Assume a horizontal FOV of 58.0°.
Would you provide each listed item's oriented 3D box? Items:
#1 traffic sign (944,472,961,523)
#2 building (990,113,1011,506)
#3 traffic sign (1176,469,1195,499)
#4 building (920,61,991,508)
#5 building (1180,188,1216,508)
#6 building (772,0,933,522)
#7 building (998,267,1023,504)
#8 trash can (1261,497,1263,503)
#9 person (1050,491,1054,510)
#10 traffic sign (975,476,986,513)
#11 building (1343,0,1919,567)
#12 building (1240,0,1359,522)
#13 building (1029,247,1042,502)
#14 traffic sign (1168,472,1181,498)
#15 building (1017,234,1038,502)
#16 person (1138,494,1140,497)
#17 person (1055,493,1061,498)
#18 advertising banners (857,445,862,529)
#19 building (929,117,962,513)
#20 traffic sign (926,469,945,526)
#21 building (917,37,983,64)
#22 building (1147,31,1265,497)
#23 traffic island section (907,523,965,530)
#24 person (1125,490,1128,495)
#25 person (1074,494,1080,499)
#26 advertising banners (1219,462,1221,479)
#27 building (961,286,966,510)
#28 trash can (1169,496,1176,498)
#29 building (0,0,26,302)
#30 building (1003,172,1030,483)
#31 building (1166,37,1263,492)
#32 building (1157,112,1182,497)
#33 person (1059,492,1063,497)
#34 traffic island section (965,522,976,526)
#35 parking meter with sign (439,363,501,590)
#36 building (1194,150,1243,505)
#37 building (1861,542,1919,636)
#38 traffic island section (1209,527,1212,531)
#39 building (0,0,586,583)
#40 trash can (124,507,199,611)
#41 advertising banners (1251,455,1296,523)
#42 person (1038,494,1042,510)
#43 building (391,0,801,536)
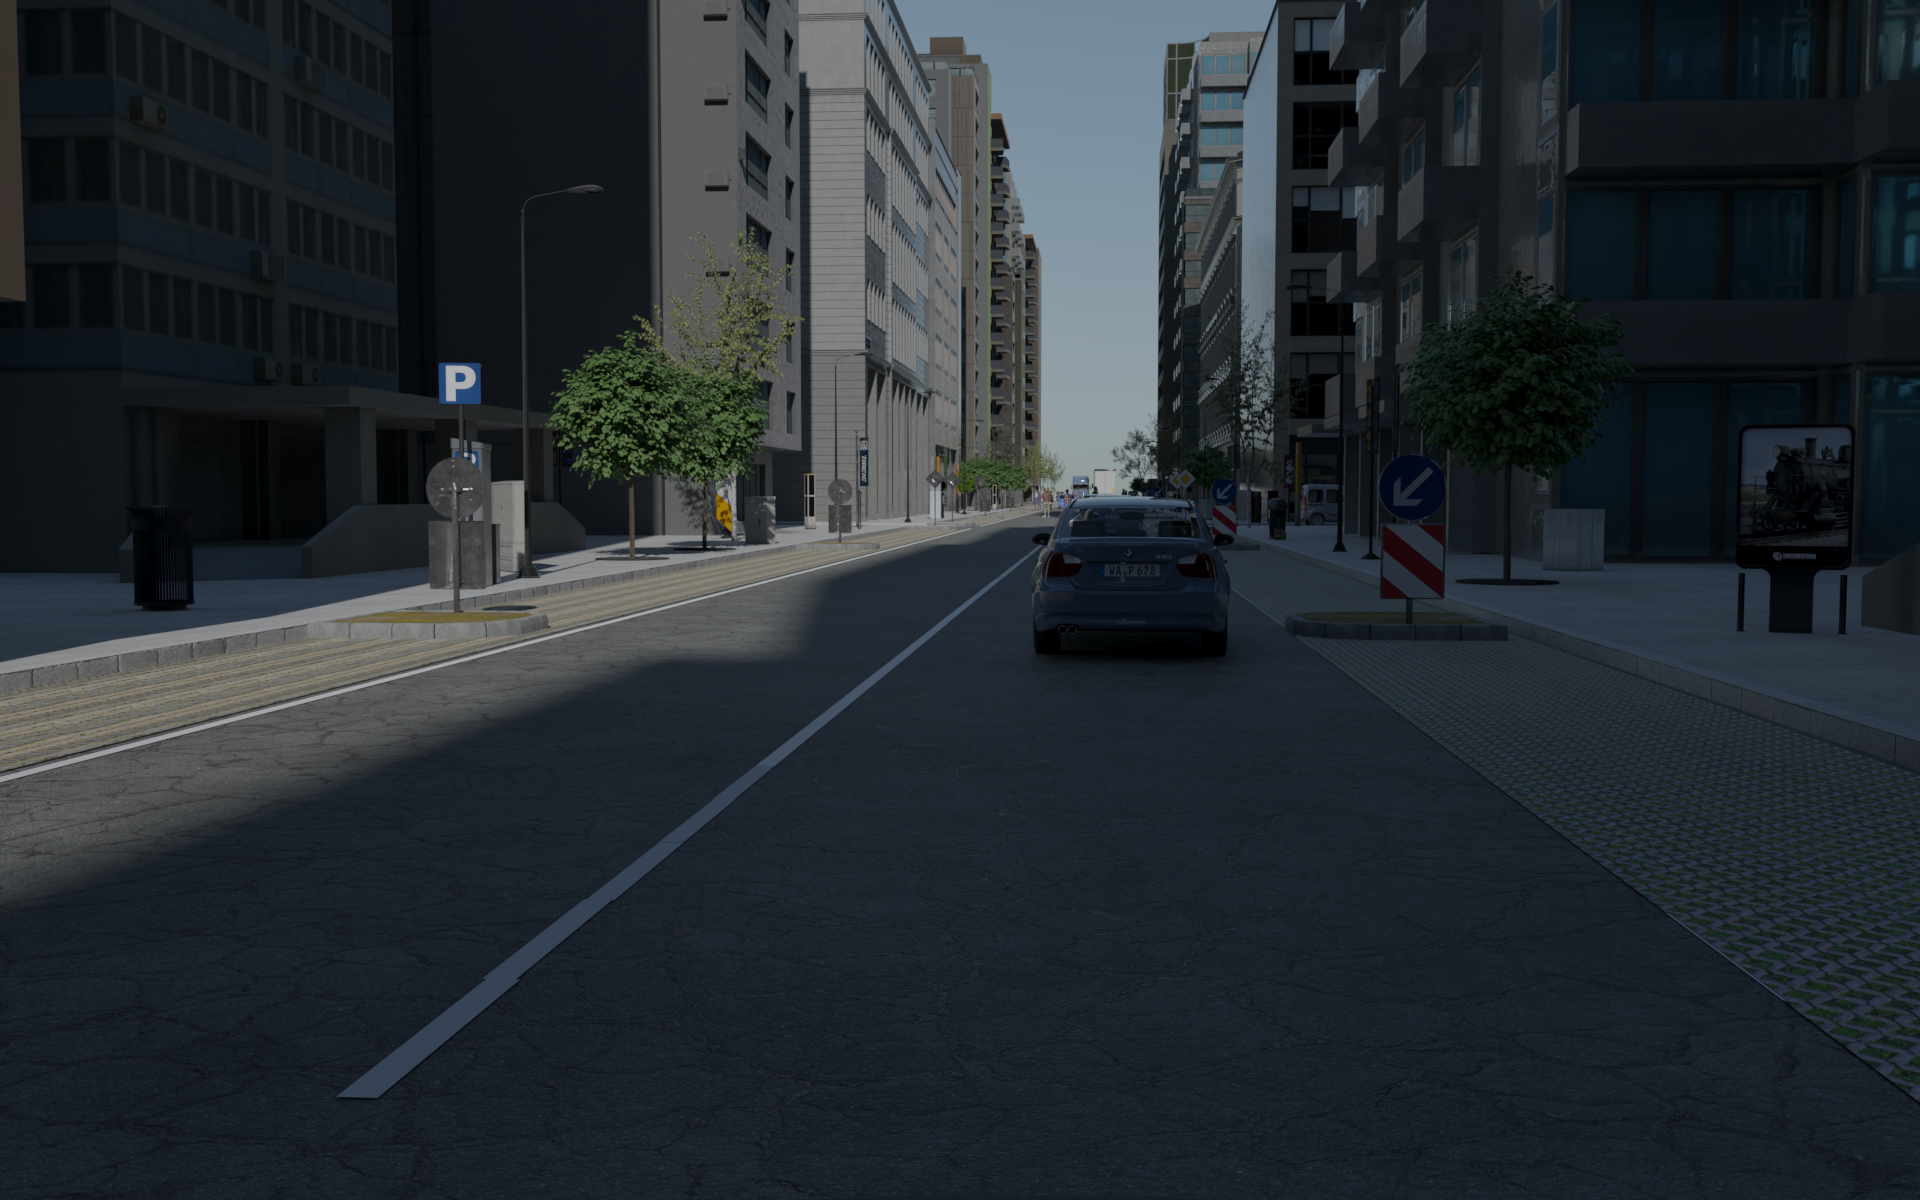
[{"bbox_3d":[-0.338,-4.547,77.986,0.795,2.450,0.064,0,4,5],"label":"traffic sign"},{"bbox_3d":[-5.729,-33.136,196.402,22.147,44.769,28.867,0,4,5],"label":"building"},{"bbox_3d":[9.004,-4.008,69.174,0.795,2.450,0.064,0,4,5],"label":"traffic sign"},{"bbox_3d":[-4.561,-29.157,160.311,14.154,41.232,14.086,0,4,5],"label":"building"},{"bbox_3d":[28.103,-24.075,165.335,14.160,30.474,14.107,0,4,5],"label":"building"},{"bbox_3d":[-8.512,-19.385,94.443,11.434,29.767,29.804,0,4,5],"label":"building"},{"bbox_3d":[0.564,-27.287,217.836,14.160,30.474,14.107,0,4,5],"label":"building"},{"bbox_3d":[13.474,-4.130,79.174,0.748,1.137,0.748,0,3,0],"label":"trash can"},{"bbox_3d":[8.484,-9.201,159.644,0.721,1.735,1.217,0,4,-6],"label":"person"},{"bbox_3d":[1.402,-7.321,119.810,0.768,2.556,0.104,1,4,10],"label":"traffic sign"},{"bbox_3d":[21.515,-25.874,42.650,23.786,49.044,30.456,0,4,5],"label":"building"},{"bbox_3d":[31.890,-17.204,85.802,34.151,26.468,19.350,0,4,5],"label":"building"},{"bbox_3d":[7.127,-40.025,304.526,14.600,45.320,14.200,0,4,5],"label":"building"},{"bbox_3d":[9.670,-4.495,77.131,0.795,2.450,0.064,0,4,5],"label":"traffic sign"},{"bbox_3d":[1.342,-38.461,283.456,22.147,44.769,28.867,0,4,5],"label":"building"},{"bbox_3d":[16.559,-9.105,160.620,0.557,1.426,1.065,3,5,43],"label":"person"},{"bbox_3d":[11.938,-12.055,206.324,1.217,1.736,0.721,1,4,13],"label":"person"},{"bbox_3d":[-3.682,-4.099,63.205,0.090,3.025,2.074,0,4,1],"label":"advertising banners"},{"bbox_3d":[-6.735,-18.431,119.361,12.078,24.808,19.932,0,4,5],"label":"building"},{"bbox_3d":[-1.003,-4.060,70.028,0.795,2.450,0.064,0,4,5],"label":"traffic sign"},{"bbox_3d":[-4.304,-32.085,174.698,14.600,45.320,14.200,0,4,5],"label":"building"},{"bbox_3d":[40.325,-51.107,273.852,20.563,71.187,20.611,0,4,5],"label":"building"},{"bbox_3d":[-1.028,-2.924,70.092,2.009,0.180,2.903,0,4,5],"label":"traffic island section"},{"bbox_3d":[15.492,-9.337,161.185,0.705,1.821,1.348,-1,4,-15],"label":"person"},{"bbox_3d":[11.783,-9.923,173.976,0.697,1.427,0.421,-1,4,-22],"label":"person"},{"bbox_3d":[14.035,-6.007,94.408,0.090,3.025,2.074,1,4,18],"label":"advertising banners"},{"bbox_3d":[-6.273,-18.848,137.838,12.332,23.373,15.834,0,4,5],"label":"building"},{"bbox_3d":[16.024,-7.251,130.201,0.748,1.137,0.748,0,3,0],"label":"trash can"},{"bbox_3d":[-14.361,-21.710,5.078,14.600,45.320,14.200,0,4,5],"label":"building"},{"bbox_3d":[-1.990,-38.794,253.894,23.786,49.044,30.456,0,4,5],"label":"building"},{"bbox_3d":[34.592,-34.675,186.545,23.786,49.044,30.456,0,4,5],"label":"building"},{"bbox_3d":[35.440,-36.049,213.096,21.300,48.544,21.600,0,4,5],"label":"building"},{"bbox_3d":[11.829,-11.917,204.127,0.721,1.735,1.217,-1,4,-20],"label":"person"},{"bbox_3d":[-0.362,-3.411,78.050,2.009,0.180,2.903,0,4,5],"label":"traffic island section"},{"bbox_3d":[-6.724,-1.694,23.950,0.543,3.016,1.738,0,4,-5],"label":"parking meter with sign"},{"bbox_3d":[26.995,-21.537,128.544,17.030,29.872,44.131,0,4,5],"label":"building"},{"bbox_3d":[24.252,-19.298,7.411,32.217,40.220,23.993,0,4,5],"label":"building"},{"bbox_3d":[9.028,-2.873,69.249,2.009,0.180,2.903,0,4,5],"label":"traffic island section"},{"bbox_3d":[-25.293,-20.881,33.284,32.217,40.220,23.993,0,4,5],"label":"building"},{"bbox_3d":[-8.816,-0.459,19.163,0.748,1.137,0.748,0,3,0],"label":"trash can"},{"bbox_3d":[13.864,-4.934,76.866,2.074,3.025,0.090,0,4,-4],"label":"advertising banners"},{"bbox_3d":[7.048,-8.722,154.323,0.991,1.433,0.599,1,4,23],"label":"person"},{"bbox_3d":[-13.075,-17.626,59.885,14.107,30.474,14.160,0,4,5],"label":"building"}]
